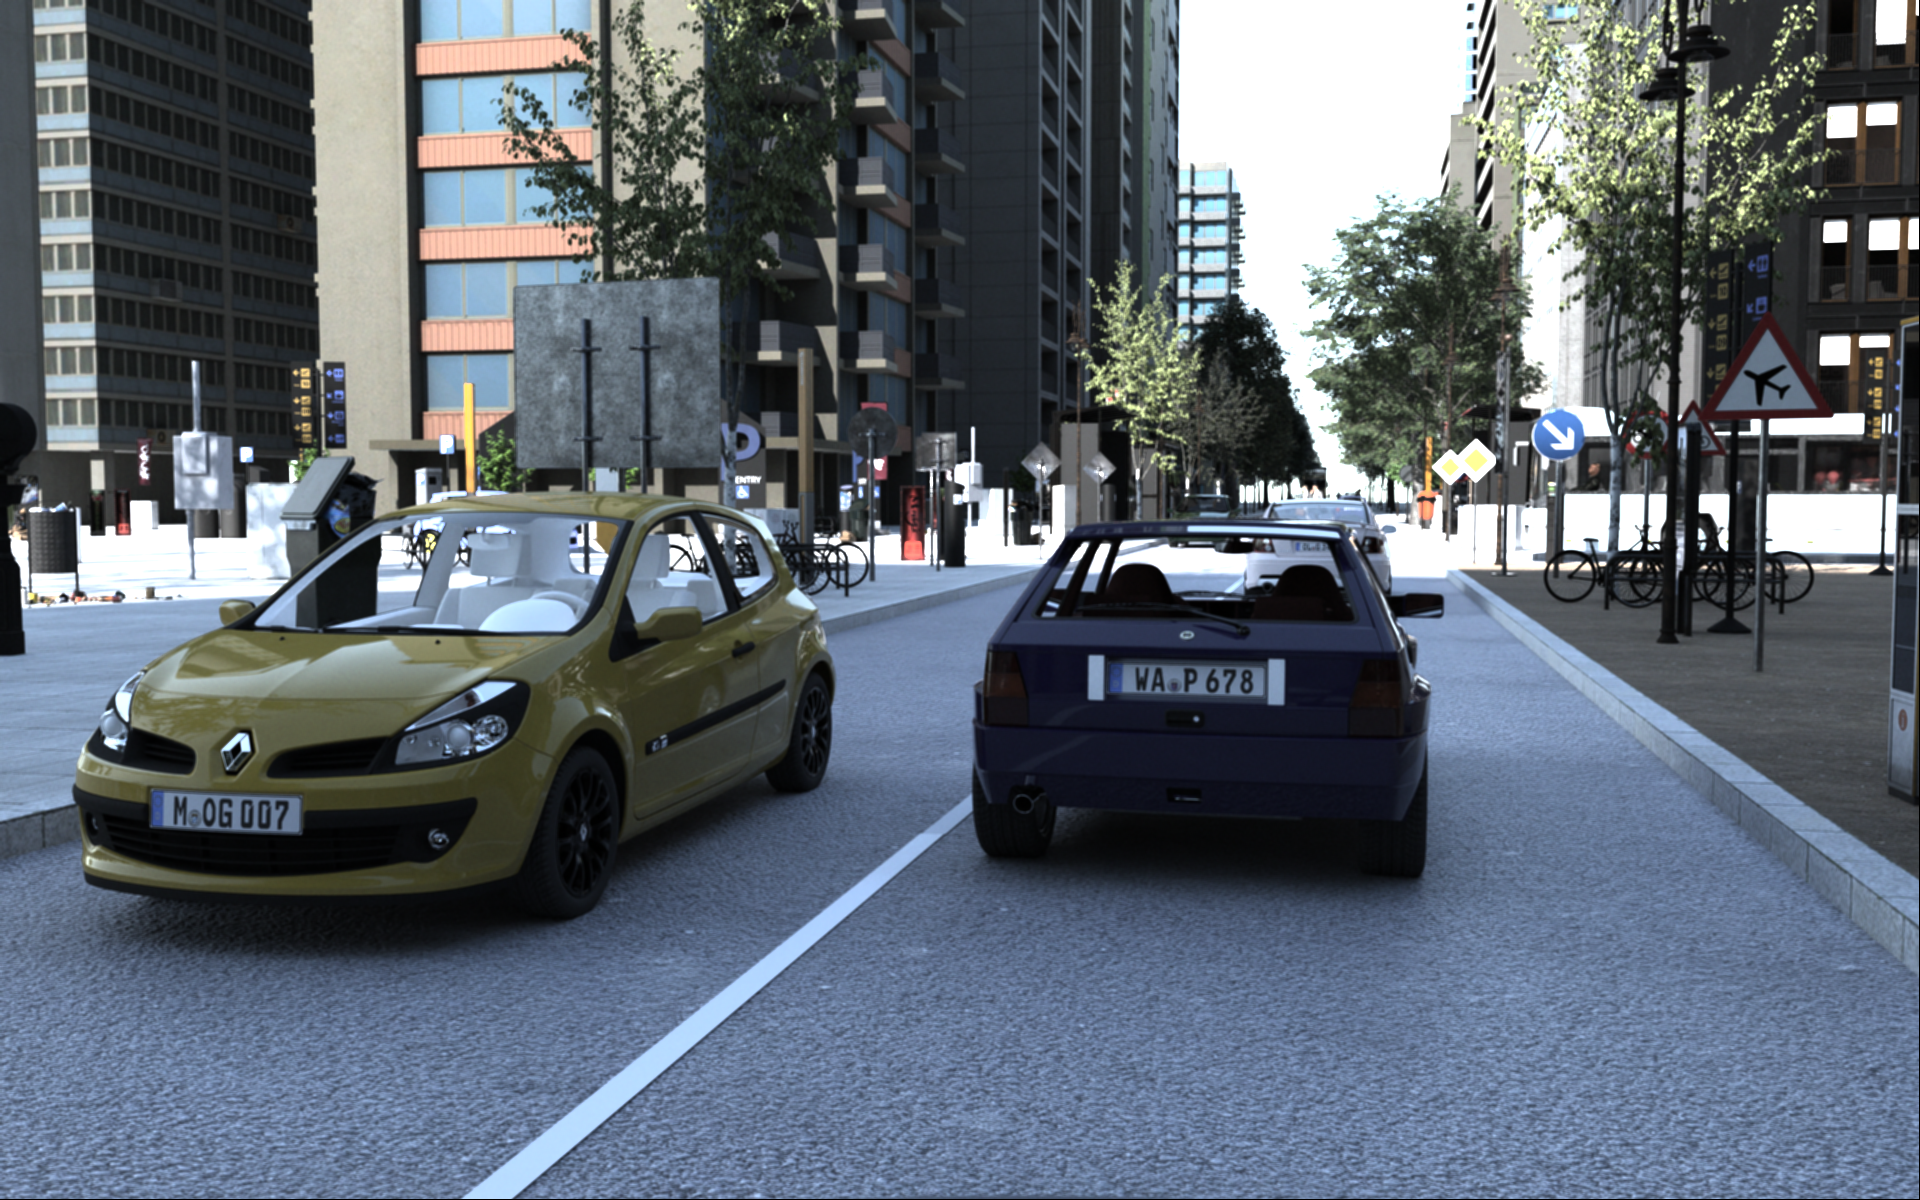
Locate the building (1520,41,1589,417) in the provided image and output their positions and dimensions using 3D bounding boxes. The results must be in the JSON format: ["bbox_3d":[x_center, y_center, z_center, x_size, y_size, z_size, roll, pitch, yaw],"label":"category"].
[{"bbox_3d":[39.540,-17.216,99.497,12.078,24.808,19.932,1,4,13],"label":"building"}]

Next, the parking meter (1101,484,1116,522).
[{"bbox_3d":[3.794,-2.194,44.286,0.372,1.533,0.369,0,3,0],"label":"parking meter"}]

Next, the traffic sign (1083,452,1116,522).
[{"bbox_3d":[3.293,-2.285,40.995,0.795,2.450,0.064,1,4,13],"label":"traffic sign"}]

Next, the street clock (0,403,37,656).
[{"bbox_3d":[-7.609,-0.563,13.772,0.471,2.002,0.358,0,4,1],"label":"street clock"}]

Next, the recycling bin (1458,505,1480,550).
[{"bbox_3d":[12.017,-1.683,40.066,0.722,1.027,0.722,-1,4,-14],"label":"recycling bin"}]

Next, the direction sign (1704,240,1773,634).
[{"bbox_3d":[7.142,-1.466,15.972,0.379,3.537,0.876,-1,4,-13],"label":"direction sign"}]

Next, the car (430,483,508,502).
[{"bbox_3d":[-10.737,-1.876,40.271,3.694,1.707,1.945,1,4,11],"label":"car"}]

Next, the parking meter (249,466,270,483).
[{"bbox_3d":[-14.485,-1.845,35.876,0.399,1.863,0.255,2,4,31],"label":"parking meter"}]

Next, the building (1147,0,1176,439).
[{"bbox_3d":[3.623,-34.050,145.948,28.713,52.752,27.495,1,4,13],"label":"building"}]

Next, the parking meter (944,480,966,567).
[{"bbox_3d":[-0.091,-1.348,30.454,0.372,1.533,0.369,0,3,0],"label":"parking meter"}]

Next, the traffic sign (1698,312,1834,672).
[{"bbox_3d":[5.766,-0.761,12.440,0.884,2.594,0.081,1,4,22],"label":"traffic sign"}]

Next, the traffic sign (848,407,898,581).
[{"bbox_3d":[-1.294,-1.550,25.443,0.768,2.556,0.104,1,4,14],"label":"traffic sign"}]

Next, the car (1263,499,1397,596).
[{"bbox_3d":[4.868,-0.680,23.488,2.083,1.381,4.827,1,4,12],"label":"car"}]

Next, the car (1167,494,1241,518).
[{"bbox_3d":[6.719,-2.300,47.393,2.009,1.686,4.222,1,4,14],"label":"car"}]

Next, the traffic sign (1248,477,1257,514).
[{"bbox_3d":[18.636,-6.788,111.092,0.768,2.556,0.104,1,4,16],"label":"traffic sign"}]

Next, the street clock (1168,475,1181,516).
[{"bbox_3d":[8.130,-3.741,65.737,0.471,2.002,0.358,0,4,8],"label":"street clock"}]

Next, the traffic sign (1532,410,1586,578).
[{"bbox_3d":[9.085,-1.603,26.320,0.768,2.556,0.104,1,4,22],"label":"traffic sign"}]

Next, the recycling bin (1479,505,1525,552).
[{"bbox_3d":[12.154,-1.601,38.725,0.722,1.027,0.722,2,4,35],"label":"recycling bin"}]

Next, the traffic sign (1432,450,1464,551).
[{"bbox_3d":[11.092,-2.177,39.239,0.795,2.450,0.064,1,4,13],"label":"traffic sign"}]

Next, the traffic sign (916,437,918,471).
[{"bbox_3d":[-0.500,-1.760,30.903,0.606,2.300,0.079,1,4,13],"label":"traffic sign"}]

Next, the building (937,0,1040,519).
[{"bbox_3d":[-1.592,-40.331,97.661,20.563,71.187,20.611,1,4,13],"label":"building"}]

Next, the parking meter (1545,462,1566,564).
[{"bbox_3d":[10.917,-1.593,31.752,0.255,1.863,0.399,2,4,31],"label":"parking meter"}]

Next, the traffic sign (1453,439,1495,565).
[{"bbox_3d":[9.351,-1.700,31.445,0.795,2.450,0.064,1,4,13],"label":"traffic sign"}]

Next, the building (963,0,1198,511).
[{"bbox_3d":[12.790,-44.630,167.950,20.563,71.187,20.611,1,4,13],"label":"building"}]

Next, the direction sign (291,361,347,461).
[{"bbox_3d":[-10.977,-2.307,29.711,0.876,3.537,0.379,-1,4,-11],"label":"direction sign"}]

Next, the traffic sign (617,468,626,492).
[{"bbox_3d":[-3.347,-1.041,17.129,0.768,2.556,0.104,1,4,21],"label":"traffic sign"}]

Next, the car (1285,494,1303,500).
[{"bbox_3d":[26.318,-7.521,134.973,2.014,1.417,4.499,1,4,14],"label":"car"}]

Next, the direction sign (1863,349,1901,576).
[{"bbox_3d":[14.600,-2.160,27.321,0.876,3.537,0.379,-1,4,-17],"label":"direction sign"}]

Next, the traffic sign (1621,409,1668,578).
[{"bbox_3d":[10.100,-1.551,25.469,0.768,2.556,0.104,1,4,18],"label":"traffic sign"}]

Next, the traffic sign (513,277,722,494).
[{"bbox_3d":[-3.317,-1.392,16.628,2.265,3.308,0.079,1,4,20],"label":"traffic sign"}]

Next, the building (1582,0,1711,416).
[{"bbox_3d":[36.818,-17.372,77.541,14.314,27.812,24.014,1,4,13],"label":"building"}]

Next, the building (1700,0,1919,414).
[{"bbox_3d":[30.534,-13.375,48.359,15.834,23.373,12.332,1,4,13],"label":"building"}]

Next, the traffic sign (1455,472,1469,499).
[{"bbox_3d":[22.152,-4.689,76.774,0.768,2.556,0.104,1,4,19],"label":"traffic sign"}]

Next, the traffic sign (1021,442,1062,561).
[{"bbox_3d":[1.552,-1.808,33.202,0.795,2.450,0.064,1,4,13],"label":"traffic sign"}]

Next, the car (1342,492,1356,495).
[{"bbox_3d":[57.235,-15.026,254.345,2.281,1.827,5.304,1,4,11],"label":"car"}]

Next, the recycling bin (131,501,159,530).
[{"bbox_3d":[-29.119,-3.016,61.871,0.722,1.027,0.722,0,4,-6],"label":"recycling bin"}]

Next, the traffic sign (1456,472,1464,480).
[{"bbox_3d":[18.140,-3.891,63.730,0.768,2.556,0.104,1,4,22],"label":"traffic sign"}]

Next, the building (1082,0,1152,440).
[{"bbox_3d":[5.908,-26.969,124.531,14.154,41.232,14.086,1,4,13],"label":"building"}]

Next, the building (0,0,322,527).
[{"bbox_3d":[-43.354,-23.439,75.103,23.993,40.220,32.217,1,4,13],"label":"building"}]

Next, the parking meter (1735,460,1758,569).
[{"bbox_3d":[13.525,-1.476,29.837,0.255,1.863,0.399,0,4,-1],"label":"parking meter"}]

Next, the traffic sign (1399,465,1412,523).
[{"bbox_3d":[19.539,-4.614,75.541,0.768,2.556,0.104,1,4,18],"label":"traffic sign"}]

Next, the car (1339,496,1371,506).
[{"bbox_3d":[18.579,-4.265,82.313,1.945,1.354,3.894,1,4,11],"label":"car"}]

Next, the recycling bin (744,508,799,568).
[{"bbox_3d":[-3.269,-1.071,30.063,0.722,1.027,0.722,-3,5,-43],"label":"recycling bin"}]

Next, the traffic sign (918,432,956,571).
[{"bbox_3d":[-0.359,-1.626,28.720,0.606,2.300,0.079,1,4,20],"label":"traffic sign"}]

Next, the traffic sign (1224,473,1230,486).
[{"bbox_3d":[16.555,-6.493,106.259,0.768,2.556,0.104,1,4,16],"label":"traffic sign"}]

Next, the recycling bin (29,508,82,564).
[{"bbox_3d":[-16.601,-1.176,31.785,0.722,1.027,0.722,-3,5,-40],"label":"recycling bin"}]

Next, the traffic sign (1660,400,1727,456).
[{"bbox_3d":[10.134,-1.469,24.017,0.884,2.594,0.081,1,4,21],"label":"traffic sign"}]

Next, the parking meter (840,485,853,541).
[{"bbox_3d":[-3.094,-2.379,47.304,0.372,1.533,0.369,0,3,0],"label":"parking meter"}]

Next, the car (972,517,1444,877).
[{"bbox_3d":[1.234,0.282,7.973,1.945,1.354,3.894,1,4,13],"label":"car"}]

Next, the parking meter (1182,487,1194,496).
[{"bbox_3d":[8.531,-3.434,64.557,0.372,1.533,0.369,0,3,0],"label":"parking meter"}]

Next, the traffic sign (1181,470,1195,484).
[{"bbox_3d":[11.893,-5.522,90.394,0.768,2.556,0.104,1,4,14],"label":"traffic sign"}]

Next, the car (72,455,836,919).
[{"bbox_3d":[-1.814,0.185,7.200,2.015,1.641,3.980,1,4,13],"label":"car"}]

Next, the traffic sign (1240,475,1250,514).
[{"bbox_3d":[18.146,-6.750,110.463,0.768,2.556,0.104,1,4,13],"label":"traffic sign"}]

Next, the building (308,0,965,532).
[{"bbox_3d":[-12.179,-25.243,67.344,22.147,44.769,28.867,1,4,13],"label":"building"}]
